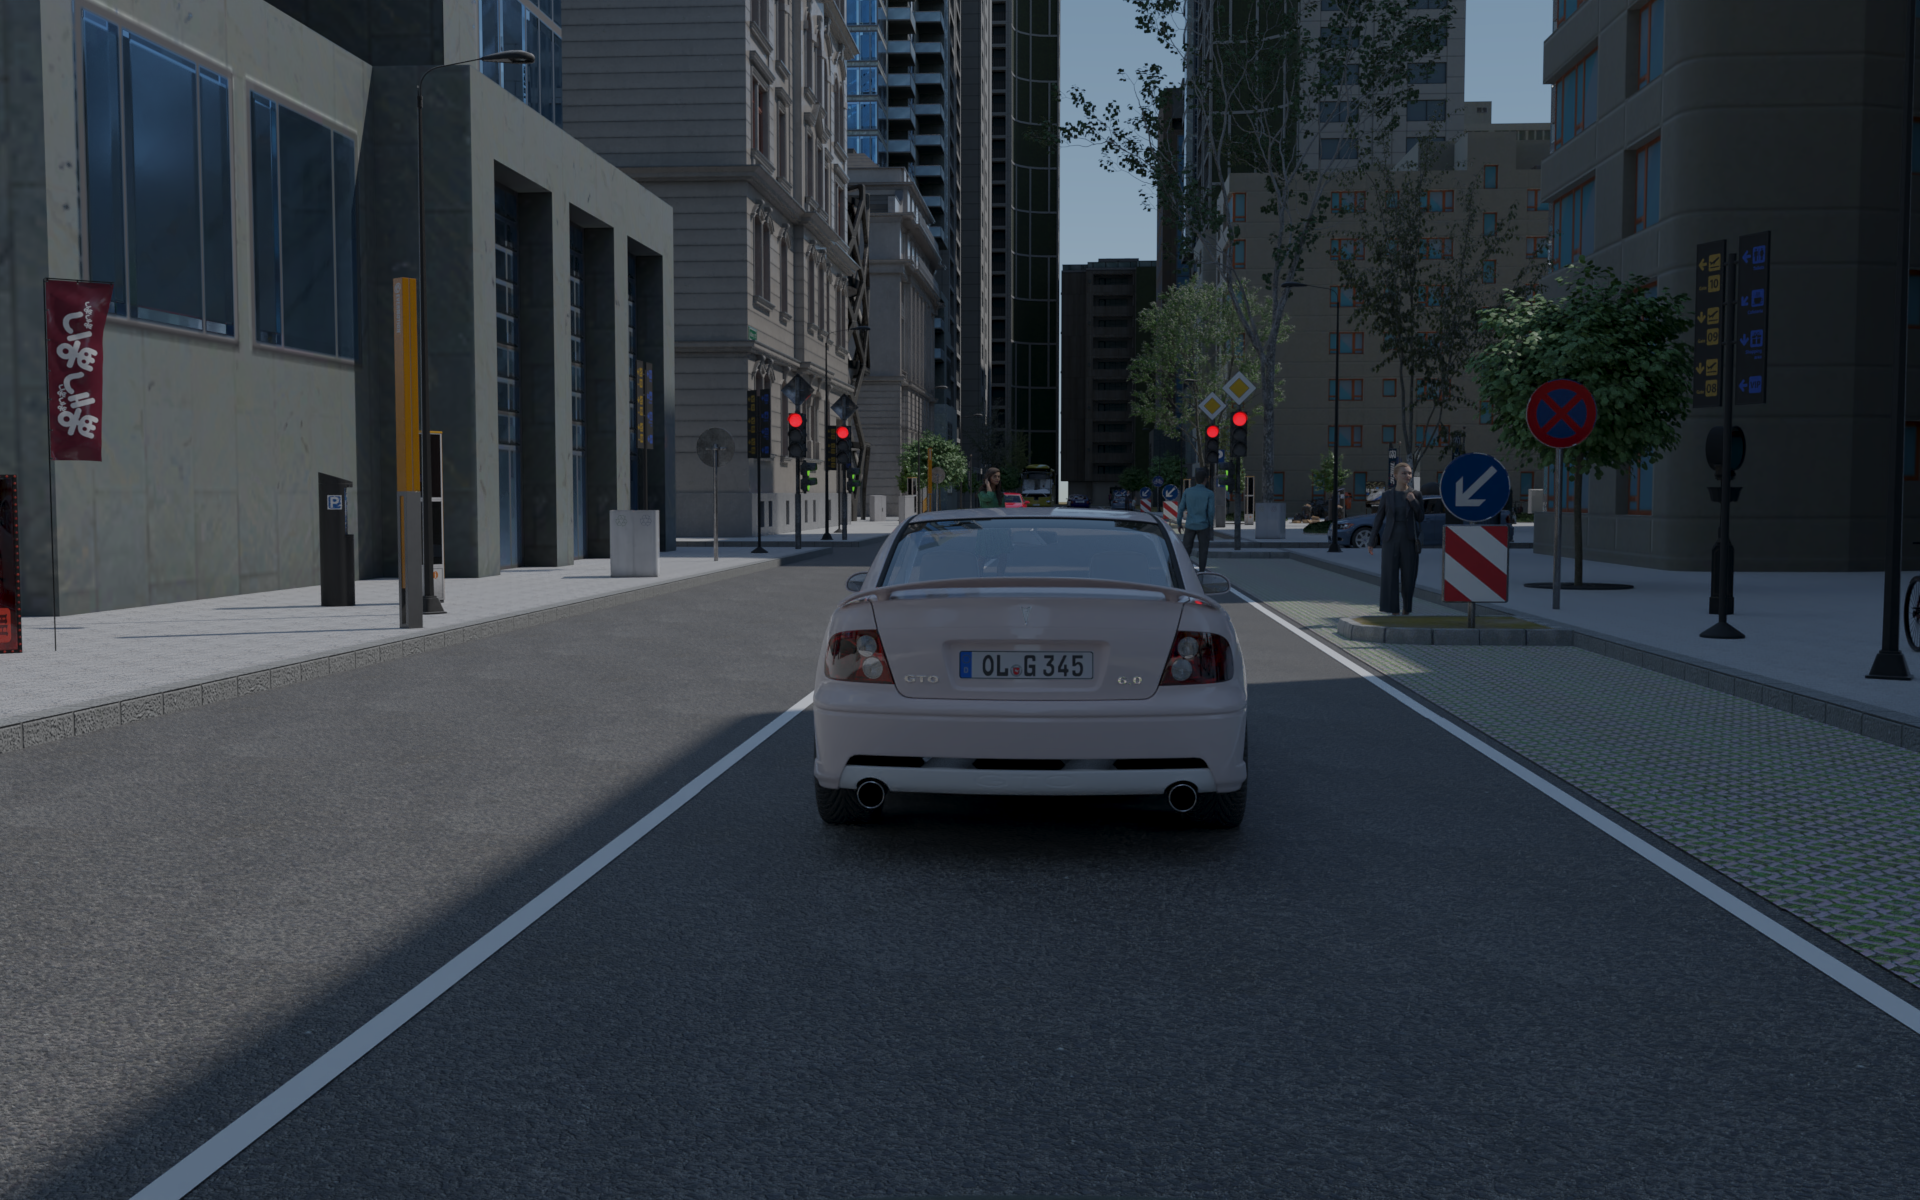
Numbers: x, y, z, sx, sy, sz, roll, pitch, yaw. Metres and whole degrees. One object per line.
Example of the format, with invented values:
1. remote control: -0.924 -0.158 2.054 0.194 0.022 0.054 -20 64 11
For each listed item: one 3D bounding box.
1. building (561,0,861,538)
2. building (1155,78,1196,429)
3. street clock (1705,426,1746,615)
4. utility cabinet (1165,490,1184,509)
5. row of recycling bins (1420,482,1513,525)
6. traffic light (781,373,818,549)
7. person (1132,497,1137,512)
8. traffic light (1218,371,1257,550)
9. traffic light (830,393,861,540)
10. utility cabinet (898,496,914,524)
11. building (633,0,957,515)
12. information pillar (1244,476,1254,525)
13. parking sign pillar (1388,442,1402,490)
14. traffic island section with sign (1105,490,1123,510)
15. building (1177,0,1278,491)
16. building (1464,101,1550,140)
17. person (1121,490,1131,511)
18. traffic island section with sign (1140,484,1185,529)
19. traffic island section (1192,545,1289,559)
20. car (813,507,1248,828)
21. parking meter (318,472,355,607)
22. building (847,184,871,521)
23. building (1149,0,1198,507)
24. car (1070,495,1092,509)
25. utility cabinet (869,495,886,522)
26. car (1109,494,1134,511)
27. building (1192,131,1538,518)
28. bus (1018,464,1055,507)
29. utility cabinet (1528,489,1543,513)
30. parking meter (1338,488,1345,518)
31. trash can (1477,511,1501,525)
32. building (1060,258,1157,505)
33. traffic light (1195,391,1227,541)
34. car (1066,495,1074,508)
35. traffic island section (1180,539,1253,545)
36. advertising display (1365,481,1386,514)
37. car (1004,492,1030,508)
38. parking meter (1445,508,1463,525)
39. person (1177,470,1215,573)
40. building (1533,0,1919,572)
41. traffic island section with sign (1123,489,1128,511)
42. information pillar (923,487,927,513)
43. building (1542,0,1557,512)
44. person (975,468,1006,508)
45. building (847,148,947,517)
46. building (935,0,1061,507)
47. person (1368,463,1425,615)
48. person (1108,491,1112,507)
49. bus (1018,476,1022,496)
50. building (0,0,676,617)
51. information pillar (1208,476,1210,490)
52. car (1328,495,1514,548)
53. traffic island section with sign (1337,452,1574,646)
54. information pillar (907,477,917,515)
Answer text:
1. building: -11.558 -16.774 61.649 14.401 28.519 23.554 0 4 4
2. building: 28.472 -32.857 187.319 14.600 45.320 14.200 0 4 4
3. street clock: 8.129 -0.848 18.428 0.471 2.002 0.358 -3 5 -41
4. utility cabinet: 13.263 -6.012 106.975 1.173 1.500 0.318 -2 4 -25
5. row of recycling bins: 17.470 -3.229 59.915 3.534 1.692 1.069 -1 4 -18
6. traffic light: -3.752 -3.139 40.241 0.839 4.253 0.868 0 4 4
7. person: 11.548 -6.216 114.822 0.352 1.250 0.332 1 4 15
8. traffic light: 6.337 -3.097 39.564 0.839 4.253 0.868 0 4 4
9. traffic light: -3.203 -3.626 48.207 0.839 4.253 0.868 0 4 4
10. utility cabinet: -2.204 -3.664 71.062 0.306 1.237 1.020 1 4 21
11. building: -11.027 -50.465 137.778 22.319 86.520 31.000 0 4 4
12. information pillar: 11.935 -4.095 71.448 0.304 2.012 0.304 -1 4 -12
13. parking sign pillar: 22.792 -6.253 90.703 1.447 3.967 1.447 2 4 26
14. traffic island section with sign: 15.790 -10.245 176.138 1.989 1.847 2.006 0 4 4
15. building: 27.680 -42.807 138.154 20.563 71.187 20.611 0 4 4
16. building: 50.443 -29.703 177.530 23.993 40.220 32.217 0 4 4
17. person: 12.586 -7.459 131.251 0.742 1.727 0.445 -1 4 -15
18. traffic island section with sign: 8.618 -3.887 72.183 1.989 1.847 2.006 0 4 4
19. traffic island section: 6.376 -1.064 39.676 2.009 0.180 2.903 0 4 4
20. car: 0.385 0.214 8.856 2.083 1.381 4.827 0 4 3
21. parking meter: -7.137 -0.699 19.833 0.372 1.533 0.369 0 3 0
22. building: -12.877 -13.150 82.462 16.820 18.784 16.811 0 4 4
23. building: 29.930 -52.029 163.350 22.319 86.520 31.000 0 4 4
24. car: 10.525 -8.482 151.255 1.945 1.354 3.894 0 4 6
25. utility cabinet: -3.834 -4.270 80.971 0.306 1.237 1.020 2 4 30
26. car: 13.004 -7.769 139.019 2.014 1.417 4.499 0 4 4
27. building: 29.273 -16.024 107.030 27.650 21.520 28.899 0 4 4
28. bus: 6.681 -9.525 147.285 2.896 3.916 12.252 0 4 4
29. utility cabinet: 26.616 -4.319 79.289 1.173 1.500 0.318 -1 4 -15
30. parking meter: 15.968 -3.933 72.722 0.372 1.533 0.369 0 3 0
31. trash can: 11.253 -1.554 37.061 0.748 1.137 0.748 0 3 0
32. building: 19.447 -27.122 215.139 14.107 30.474 14.160 0 4 4
33. traffic light: 6.886 -3.585 47.531 0.839 4.253 0.868 0 4 4
34. car: 11.715 -9.938 174.842 2.083 1.381 4.827 0 4 3
35. traffic island section: 6.925 -1.551 47.642 2.009 0.180 2.903 0 4 4
36. advertising display: 20.755 -4.974 86.539 0.974 1.923 0.123 1 4 20
37. car: 2.234 -4.441 81.645 2.155 1.783 4.494 0 4 4
38. parking meter: 11.499 -2.111 40.221 0.399 1.863 0.255 2 4 34
39. person: 3.824 -1.203 28.192 0.660 1.820 0.620 1 4 21
40. building: 25.230 -10.797 21.565 27.650 21.520 28.899 0 4 4
41. traffic island section with sign: 10.497 -5.542 99.240 1.989 1.847 2.006 0 4 4
42. information pillar: -1.933 -6.593 99.155 0.504 3.616 0.183 3 5 40
43. building: 35.552 -26.798 57.751 30.456 49.044 23.786 0 4 4
44. person: 0.445 -0.935 24.037 0.529 1.795 0.600 3 5 43
45. building: -8.384 -16.287 108.098 13.314 21.916 24.055 0 4 4
46. building: 2.162 -47.661 217.511 20.611 71.187 20.563 0 4 4
47. person: 4.793 -0.614 18.964 0.576 1.772 0.534 0 4 -6
48. person: 15.582 -10.475 180.450 0.721 1.739 1.217 0 4 -6
49. bus: 7.417 -10.700 166.496 2.896 3.916 12.252 0 4 5
50. building: -22.676 -43.669 26.661 31.000 86.520 22.319 0 4 4
51. information pillar: 10.419 -4.152 72.385 0.304 2.012 0.304 2 4 34
52. car: 11.476 -1.913 43.272 4.499 1.417 2.014 0 4 2
53. traffic island section with sign: 4.835 -0.526 17.227 1.989 1.847 2.006 0 4 4
54. information pillar: -2.111 -4.387 76.220 0.304 2.012 0.304 3 4 39
